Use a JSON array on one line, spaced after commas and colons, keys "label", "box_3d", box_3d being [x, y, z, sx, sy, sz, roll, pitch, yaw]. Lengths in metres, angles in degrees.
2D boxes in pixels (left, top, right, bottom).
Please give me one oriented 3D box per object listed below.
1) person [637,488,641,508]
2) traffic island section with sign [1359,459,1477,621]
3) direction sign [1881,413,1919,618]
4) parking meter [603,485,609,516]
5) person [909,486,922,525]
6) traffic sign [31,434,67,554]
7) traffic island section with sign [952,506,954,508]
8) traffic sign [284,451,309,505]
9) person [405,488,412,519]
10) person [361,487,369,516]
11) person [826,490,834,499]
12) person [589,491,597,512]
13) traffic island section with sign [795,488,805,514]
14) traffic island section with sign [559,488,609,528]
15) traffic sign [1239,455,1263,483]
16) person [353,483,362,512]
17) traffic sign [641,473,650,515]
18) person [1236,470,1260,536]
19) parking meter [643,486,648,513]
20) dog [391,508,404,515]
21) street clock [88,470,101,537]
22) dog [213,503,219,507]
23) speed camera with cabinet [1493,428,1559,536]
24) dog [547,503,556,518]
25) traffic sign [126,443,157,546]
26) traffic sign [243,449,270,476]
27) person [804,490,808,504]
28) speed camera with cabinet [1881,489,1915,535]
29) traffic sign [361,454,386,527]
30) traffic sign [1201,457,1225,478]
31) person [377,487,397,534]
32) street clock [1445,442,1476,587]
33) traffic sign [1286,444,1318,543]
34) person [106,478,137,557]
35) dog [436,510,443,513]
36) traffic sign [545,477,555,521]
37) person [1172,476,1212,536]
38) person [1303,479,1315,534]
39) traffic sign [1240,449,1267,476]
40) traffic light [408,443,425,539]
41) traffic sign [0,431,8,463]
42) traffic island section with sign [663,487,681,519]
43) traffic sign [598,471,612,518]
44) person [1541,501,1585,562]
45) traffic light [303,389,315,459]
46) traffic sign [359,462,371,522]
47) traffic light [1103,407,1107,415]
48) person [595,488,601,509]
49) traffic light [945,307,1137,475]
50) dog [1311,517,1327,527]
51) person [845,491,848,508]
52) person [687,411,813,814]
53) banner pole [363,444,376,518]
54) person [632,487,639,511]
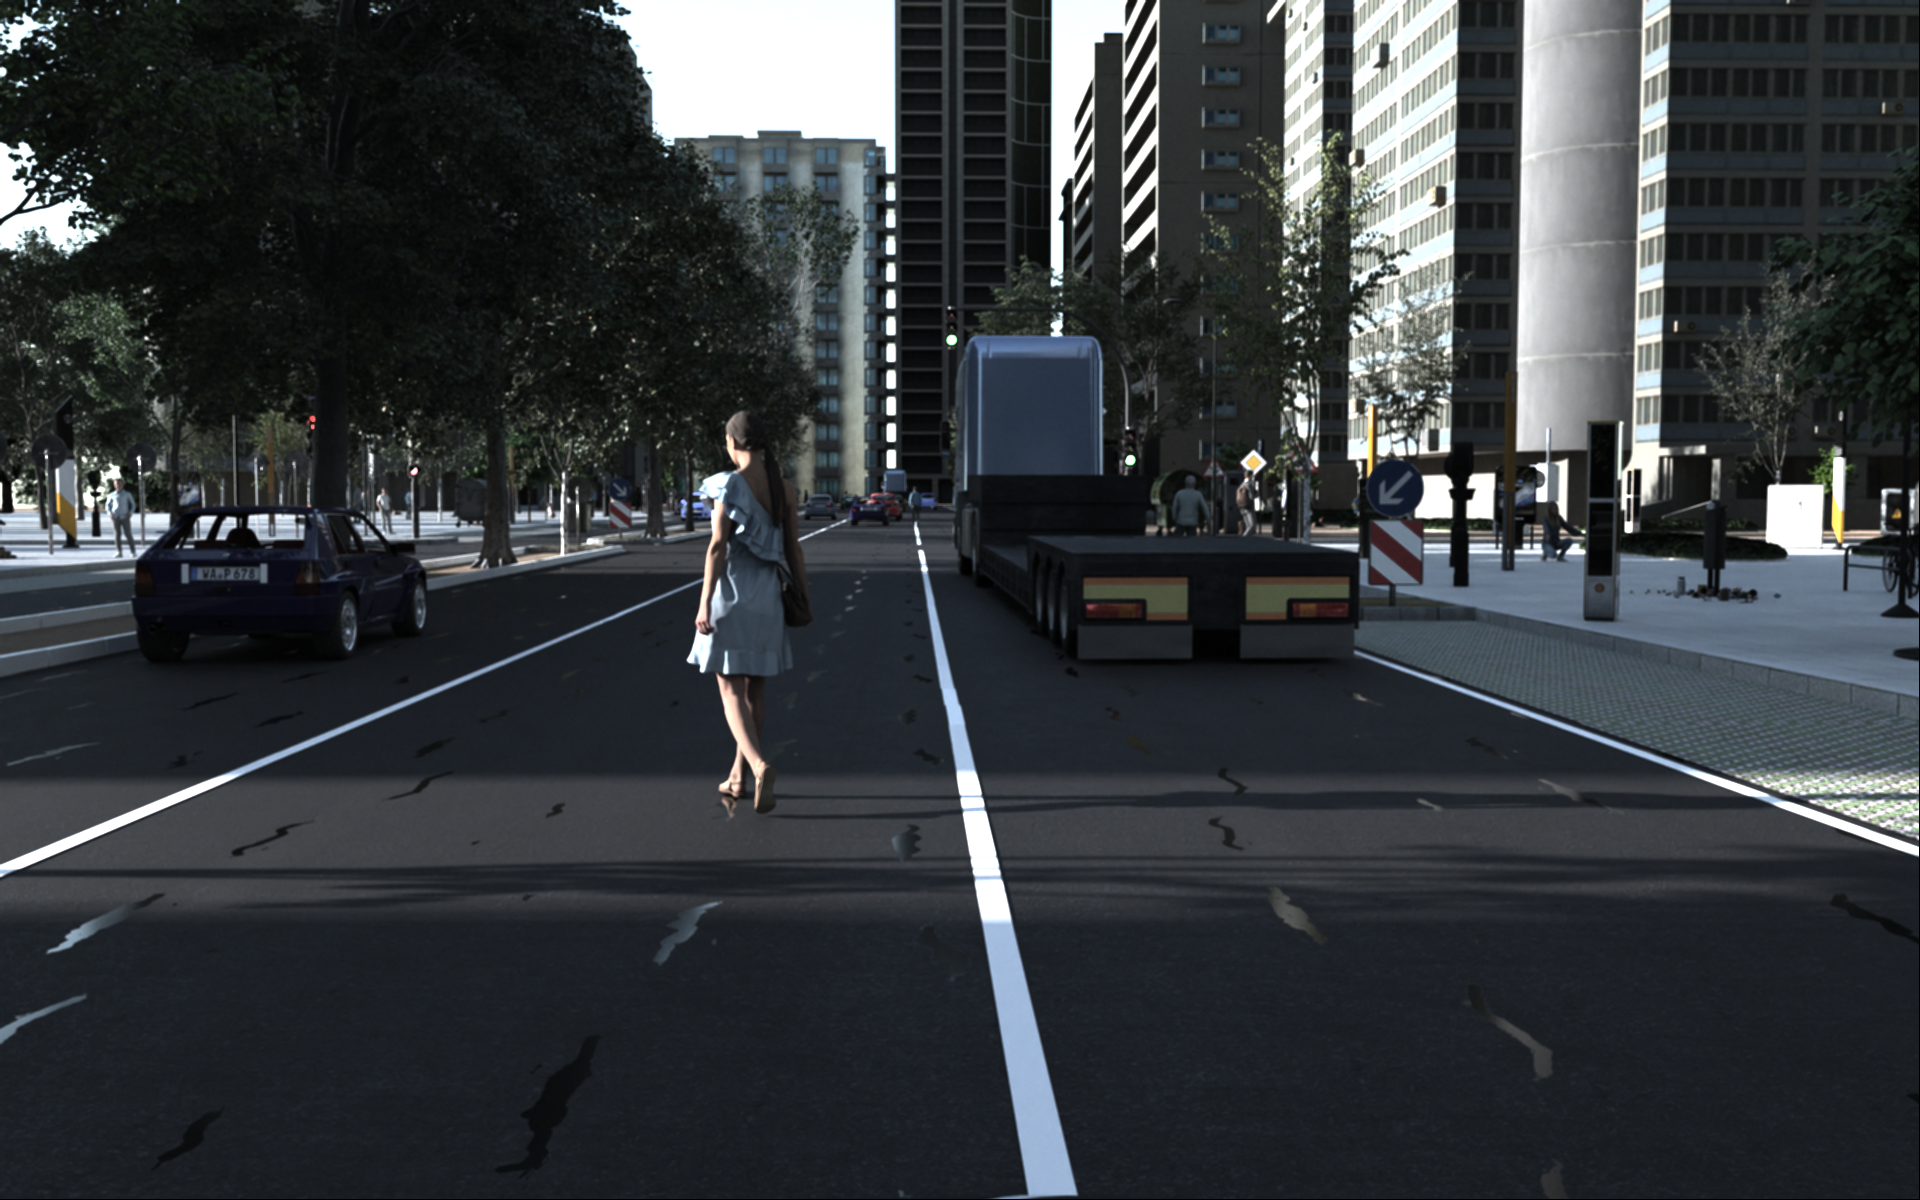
[{"label": "person", "box_3d": [-29.389, -9.350, 158.554, 0.705, 1.869, 1.348, 2, 4, 30]}, {"label": "traffic island section with sign", "box_3d": [4.800, -0.719, 20.390, 1.989, 1.847, 2.006, 0, 4, -2]}, {"label": "direction sign", "box_3d": [9.837, -1.590, 17.992, 0.379, 3.537, 0.876, 3, 5, 39]}, {"label": "parking meter", "box_3d": [-20.478, -5.781, 100.235, 0.255, 1.863, 0.399, -3, 4, -39]}, {"label": "person", "box_3d": [-2.048, -4.328, 79.602, 0.601, 1.785, 0.444, 0, 4, -8]}, {"label": "traffic sign", "box_3d": [-19.312, -2.240, 36.727, 0.768, 2.556, 0.104, 0, 3, 0]}, {"label": "traffic island section with sign", "box_3d": [0.134, -10.435, 179.240, 1.989, 1.847, 2.006, 0, 4, -2]}, {"label": "traffic sign", "box_3d": [-19.442, -3.096, 50.732, 0.768, 2.556, 0.104, 0, 4, 5]}, {"label": "person", "box_3d": [-27.893, -4.891, 87.817, 0.330, 1.601, 0.589, -3, 5, -41]}, {"label": "person", "box_3d": [-33.850, -5.624, 98.591, 0.593, 1.750, 0.643, 2, 4, 33]}, {"label": "person", "box_3d": [-13.013, -9.989, 171.783, 1.348, 1.831, 0.705, 2, 4, 25]}, {"label": "person", "box_3d": [-26.176, -7.157, 123.399, 0.601, 1.785, 0.444, -1, 4, -14]}, {"label": "traffic island section with sign", "box_3d": [-11.885, -7.145, 124.955, 2.006, 1.907, 1.989, 0, 4, -2]}, {"label": "traffic island section with sign", "box_3d": [-16.121, -4.036, 74.619, 1.989, 1.847, 2.006, 0, 4, -2]}, {"label": "traffic sign", "box_3d": [9.325, -3.396, 55.637, 0.768, 2.556, 0.104, 0, 4, 1]}, {"label": "person", "box_3d": [-26.478, -4.275, 76.037, 0.391, 1.810, 0.635, -3, 5, -44]}, {"label": "traffic sign", "box_3d": [-19.298, -6.520, 106.710, 0.768, 2.556, 0.104, 0, 4, 3]}, {"label": "person", "box_3d": [6.492, -2.028, 39.162, 0.822, 1.834, 0.622, -2, 4, -30]}, {"label": "parking meter", "box_3d": [-20.814, -6.665, 114.688, 0.255, 1.863, 0.399, -2, 4, -32]}, {"label": "dog", "box_3d": [-34.594, -5.430, 106.520, 0.748, 0.427, 0.550, 1, 4, 9]}, {"label": "street clock", "box_3d": [-25.941, -2.899, 51.971, 0.358, 2.002, 0.471, -1, 4, -9]}, {"label": "dog", "box_3d": [-37.076, -4.438, 86.943, 0.800, 0.831, 0.513, 3, 5, 41]}, {"label": "speed camera with cabinet", "box_3d": [17.196, -3.567, 52.658, 0.660, 3.252, 2.038, -2, 4, -31]}, {"label": "dog", "box_3d": [-21.893, -4.781, 92.555, 0.513, 0.831, 0.800, 0, 4, -1]}, {"label": "traffic sign", "box_3d": [-20.243, -2.614, 42.847, 0.768, 2.556, 0.104, 0, 4, 1]}, {"label": "traffic sign", "box_3d": [-20.481, -3.101, 50.441, 0.795, 2.593, 0.064, 0, 4, 0]}, {"label": "person", "box_3d": [-14.170, -9.216, 159.211, 0.705, 1.821, 1.348, -1, 4, -11]}, {"label": "speed camera with cabinet", "box_3d": [29.733, -3.627, 53.629, 2.038, 3.252, 0.660, 2, 4, 34]}, {"label": "traffic sign", "box_3d": [-18.300, -3.299, 54.042, 0.768, 2.556, 0.104, 0, 4, 4]}, {"label": "traffic sign", "box_3d": [8.225, -3.435, 56.165, 0.884, 2.594, 0.081, 0, 4, 3]}, {"label": "person", "box_3d": [-18.275, -2.847, 55.192, 0.523, 1.515, 0.503, 1, 4, 21]}, {"label": "street clock", "box_3d": [6.971, -1.190, 24.032, 0.358, 2.002, 0.471, 1, 4, 22]}, {"label": "traffic sign", "box_3d": [8.316, -2.593, 42.392, 0.884, 2.594, 0.081, 0, 4, -1]}, {"label": "person", "box_3d": [-17.064, -1.674, 35.218, 0.589, 1.601, 0.330, 0, 4, -5]}, {"label": "dog", "box_3d": [-36.042, -6.259, 120.067, 0.550, 0.427, 0.748, 0, 4, -1]}, {"label": "traffic sign", "box_3d": [-19.439, -4.972, 81.302, 0.884, 2.594, 0.081, 0, 4, 3]}, {"label": "person", "box_3d": [4.241, -1.382, 31.588, 0.782, 1.767, 0.515, 0, 4, 8]}, {"label": "person", "box_3d": [10.845, -2.950, 54.372, 0.778, 1.811, 0.616, -3, 5, -41]}, {"label": "traffic sign", "box_3d": [8.617, -3.122, 50.783, 0.795, 2.593, 0.064, 0, 4, 6]}, {"label": "traffic light", "box_3d": [-13.600, -4.606, 49.979, 4.771, 5.953, 1.251, 0, 4, -2]}, {"label": "traffic sign", "box_3d": [-18.178, -1.974, 32.380, 0.768, 2.556, 0.104, 0, 4, 2]}, {"label": "traffic island section with sign", "box_3d": [-16.928, -5.693, 101.709, 1.989, 1.847, 2.006, 0, 4, -2]}, {"label": "traffic sign", "box_3d": [-19.369, -5.767, 94.397, 0.768, 2.556, 0.104, 0, 4, 1]}, {"label": "person", "box_3d": [11.439, -1.308, 32.936, 1.012, 1.151, 0.738, -1, 4, -9]}, {"label": "traffic light", "box_3d": [-15.454, -3.240, 41.901, 0.839, 4.253, 0.868, 0, 4, -2]}, {"label": "traffic sign", "box_3d": [-21.357, -3.823, 62.612, 0.768, 2.556, 0.104, 0, 4, 1]}, {"label": "traffic light", "box_3d": [3.864, -3.764, 50.470, 0.839, 4.253, 0.868, 0, 4, -2]}, {"label": "person", "box_3d": [-30.530, -8.509, 145.711, 0.434, 1.755, 0.990, 3, 4, 38]}, {"label": "traffic light", "box_3d": [2.010, -4.136, 42.286, 4.771, 5.953, 1.251, 0, 4, -2]}, {"label": "dog", "box_3d": [13.810, -3.014, 67.015, 0.748, 0.427, 0.550, 3, 4, 36]}, {"label": "person", "box_3d": [-11.647, -10.360, 178.612, 0.721, 1.735, 1.217, 2, 4, 30]}, {"label": "person", "box_3d": [-0.934, 0.038, 7.976, 0.616, 1.811, 0.778, -2, 4, -26]}, {"label": "banner pole", "box_3d": [-17.923, -3.821, 52.485, 0.863, 3.779, 0.401, 3, 5, 42]}, {"label": "person", "box_3d": [-24.159, -7.527, 129.126, 0.705, 1.821, 1.348, -2, 4, -24]}]
